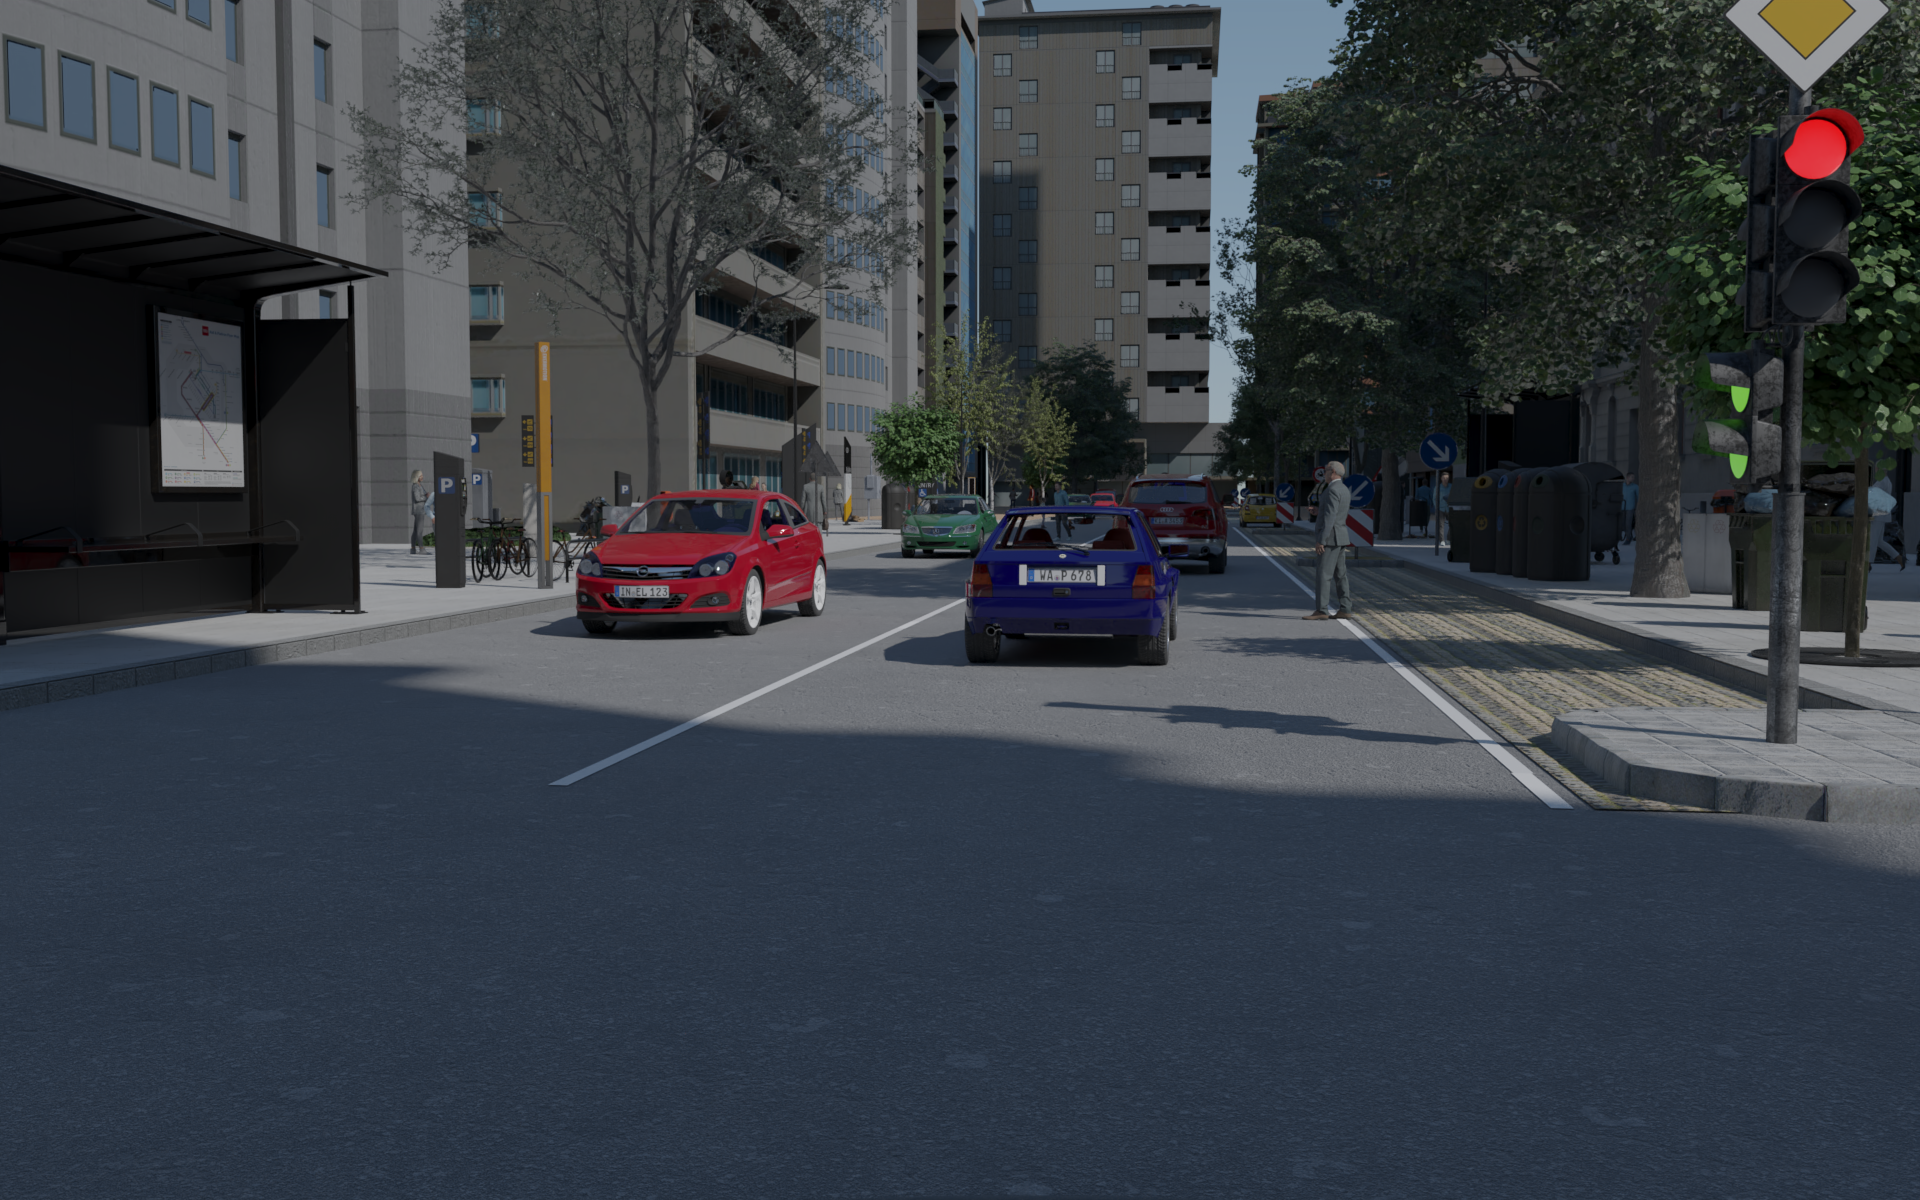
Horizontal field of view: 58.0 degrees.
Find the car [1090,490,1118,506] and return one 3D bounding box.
[{"bbox_3d":[8.349,-5.669,101.726,2.155,1.783,4.494,0,4,8],"label":"car"}]

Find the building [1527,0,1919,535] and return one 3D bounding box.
[{"bbox_3d":[31.479,-17.230,69.093,14.401,28.519,23.554,0,4,8],"label":"building"}]

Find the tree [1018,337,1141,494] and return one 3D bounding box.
[{"bbox_3d":[9.463,-14.323,140.834,9.857,13.997,8.962,0,3,0],"label":"tree"}]

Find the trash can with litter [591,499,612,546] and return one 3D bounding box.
[{"bbox_3d":[-8.219,-1.828,41.271,1.055,1.170,0.624,-2,4,-29],"label":"trash can with litter"}]

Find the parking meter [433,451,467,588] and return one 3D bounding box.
[{"bbox_3d":[-6.948,-1.097,23.641,0.399,1.863,0.255,0,4,0],"label":"parking meter"}]

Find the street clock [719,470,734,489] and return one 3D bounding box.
[{"bbox_3d":[-7.147,-2.964,53.025,0.358,2.002,0.471,2,4,25],"label":"street clock"}]

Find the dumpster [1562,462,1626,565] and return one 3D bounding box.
[{"bbox_3d":[11.546,-1.614,32.146,1.264,1.857,1.865,0,4,8],"label":"dumpster"}]

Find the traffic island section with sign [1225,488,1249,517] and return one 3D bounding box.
[{"bbox_3d":[17.942,-6.187,109.785,1.989,1.847,2.006,0,4,8],"label":"traffic island section with sign"}]

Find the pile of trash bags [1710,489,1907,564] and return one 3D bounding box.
[{"bbox_3d":[16.208,-1.432,33.161,3.447,1.369,1.912,2,4,30],"label":"pile of trash bags"}]

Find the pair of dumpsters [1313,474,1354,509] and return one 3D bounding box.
[{"bbox_3d":[16.027,-4.369,73.920,1.574,2.255,4.437,0,4,7],"label":"pair of dumpsters"}]

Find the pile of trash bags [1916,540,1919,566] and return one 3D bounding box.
[{"bbox_3d":[18.590,-1.238,29.991,3.447,1.369,1.912,1,4,18],"label":"pile of trash bags"}]

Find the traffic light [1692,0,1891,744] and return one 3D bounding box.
[{"bbox_3d":[4.229,-1.218,8.841,0.839,4.253,0.868,0,4,8],"label":"traffic light"}]

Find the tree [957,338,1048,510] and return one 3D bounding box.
[{"bbox_3d":[1.655,-7.994,81.065,4.360,8.622,3.978,0,3,0],"label":"tree"}]

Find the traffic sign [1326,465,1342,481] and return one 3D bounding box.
[{"bbox_3d":[13.041,-3.566,60.430,0.606,2.300,0.079,1,4,13],"label":"traffic sign"}]

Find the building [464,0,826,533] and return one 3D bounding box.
[{"bbox_3d":[-17.929,-27.087,66.574,21.300,48.544,21.600,0,4,8],"label":"building"}]

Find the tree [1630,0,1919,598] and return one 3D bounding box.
[{"bbox_3d":[8.699,-6.999,21.088,9.857,13.997,8.962,0,3,0],"label":"tree"}]

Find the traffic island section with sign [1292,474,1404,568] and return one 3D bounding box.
[{"bbox_3d":[7.734,-1.583,34.504,1.989,1.847,2.006,0,4,8],"label":"traffic island section with sign"}]

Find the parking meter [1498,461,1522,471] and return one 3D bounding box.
[{"bbox_3d":[9.654,-1.512,30.429,0.255,1.863,0.399,-1,4,-20],"label":"parking meter"}]

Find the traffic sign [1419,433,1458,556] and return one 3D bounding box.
[{"bbox_3d":[9.925,-2.193,35.970,0.768,2.556,0.104,1,4,15],"label":"traffic sign"}]

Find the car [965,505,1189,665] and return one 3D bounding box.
[{"bbox_3d":[1.111,-0.205,15.933,1.945,1.354,3.894,1,4,9],"label":"car"}]

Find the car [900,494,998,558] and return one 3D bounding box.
[{"bbox_3d":[-0.191,-1.747,40.364,2.131,1.459,4.920,1,4,8],"label":"car"}]

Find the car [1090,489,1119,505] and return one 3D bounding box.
[{"bbox_3d":[10.626,-7.185,126.143,2.281,1.827,5.304,0,4,8],"label":"car"}]

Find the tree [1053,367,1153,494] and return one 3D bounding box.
[{"bbox_3d":[12.268,-14.609,155.863,9.611,12.733,9.660,0,3,0],"label":"tree"}]

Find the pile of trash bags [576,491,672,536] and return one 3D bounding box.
[{"bbox_3d":[-10.027,-2.620,52.584,3.447,1.369,1.912,2,4,31],"label":"pile of trash bags"}]

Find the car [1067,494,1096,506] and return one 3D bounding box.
[{"bbox_3d":[6.529,-5.153,96.049,2.131,1.459,4.920,0,4,8],"label":"car"}]

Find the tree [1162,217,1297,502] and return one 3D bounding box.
[{"bbox_3d":[20.602,-16.136,119.710,12.611,20.169,13.585,0,3,0],"label":"tree"}]

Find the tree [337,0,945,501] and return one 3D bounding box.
[{"bbox_3d":[-5.382,-7.327,30.165,12.009,13.543,11.850,0,3,0],"label":"tree"}]

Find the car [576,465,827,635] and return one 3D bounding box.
[{"bbox_3d":[-2.742,-0.609,19.005,2.155,1.783,4.494,1,4,9],"label":"car"}]

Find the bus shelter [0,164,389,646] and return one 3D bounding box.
[{"bbox_3d":[-7.298,-1.481,15.499,1.731,3.624,6.357,0,4,8],"label":"bus shelter"}]

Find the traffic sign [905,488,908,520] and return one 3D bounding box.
[{"bbox_3d":[-1.878,-3.715,60.854,0.768,2.556,0.104,1,4,15],"label":"traffic sign"}]

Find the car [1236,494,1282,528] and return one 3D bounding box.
[{"bbox_3d":[12.969,-3.948,74.773,2.015,1.641,3.980,0,4,7],"label":"car"}]

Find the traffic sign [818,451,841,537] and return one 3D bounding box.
[{"bbox_3d":[-4.009,-3.195,52.248,0.884,2.594,0.081,1,4,11],"label":"traffic sign"}]

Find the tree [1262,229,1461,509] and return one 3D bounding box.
[{"bbox_3d":[15.495,-8.620,66.694,9.928,11.665,9.643,0,3,0],"label":"tree"}]

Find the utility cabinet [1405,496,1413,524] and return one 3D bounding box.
[{"bbox_3d":[19.164,-3.839,73.926,0.306,1.237,1.020,1,4,15],"label":"utility cabinet"}]

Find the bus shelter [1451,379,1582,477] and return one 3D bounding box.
[{"bbox_3d":[11.915,-2.822,37.423,1.731,3.624,6.357,0,4,8],"label":"bus shelter"}]

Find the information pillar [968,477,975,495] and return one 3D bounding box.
[{"bbox_3d":[0.506,-4.383,76.148,0.304,2.012,0.304,0,4,-5],"label":"information pillar"}]

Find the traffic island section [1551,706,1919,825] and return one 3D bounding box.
[{"bbox_3d":[4.267,0.815,8.950,2.009,0.180,2.903,0,4,8],"label":"traffic island section"}]

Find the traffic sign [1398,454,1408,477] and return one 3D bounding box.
[{"bbox_3d":[13.748,-3.341,54.736,0.768,2.556,0.104,1,4,15],"label":"traffic sign"}]

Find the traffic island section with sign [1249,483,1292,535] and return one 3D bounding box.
[{"bbox_3d":[11.392,-3.235,61.521,1.989,1.847,2.006,0,4,8],"label":"traffic island section with sign"}]

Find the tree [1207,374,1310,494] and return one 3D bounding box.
[{"bbox_3d":[27.484,-14.841,159.656,9.611,12.733,9.660,0,3,0],"label":"tree"}]

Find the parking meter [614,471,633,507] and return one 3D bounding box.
[{"bbox_3d":[-8.509,-2.330,43.813,0.399,1.863,0.255,-2,4,-35],"label":"parking meter"}]

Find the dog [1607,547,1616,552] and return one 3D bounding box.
[{"bbox_3d":[14.345,-1.310,38.247,0.540,0.507,0.406,2,4,31],"label":"dog"}]

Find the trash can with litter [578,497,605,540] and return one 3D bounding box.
[{"bbox_3d":[-9.913,-2.303,48.709,1.678,1.210,2.233,1,4,8],"label":"trash can with litter"}]

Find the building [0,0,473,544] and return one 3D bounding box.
[{"bbox_3d":[-25.891,-30.104,34.200,21.231,58.520,28.212,0,4,8],"label":"building"}]

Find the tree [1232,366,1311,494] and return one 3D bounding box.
[{"bbox_3d":[26.121,-13.875,144.979,7.486,12.596,7.792,0,3,0],"label":"tree"}]

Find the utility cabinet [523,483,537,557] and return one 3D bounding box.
[{"bbox_3d":[-8.690,-1.617,35.118,0.318,1.500,1.173,-1,4,-14],"label":"utility cabinet"}]

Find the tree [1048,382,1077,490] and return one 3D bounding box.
[{"bbox_3d":[5.173,-9.579,106.986,4.737,8.622,4.395,0,3,0],"label":"tree"}]

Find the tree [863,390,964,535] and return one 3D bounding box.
[{"bbox_3d":[-1.478,-4.351,54.859,4.285,4.588,4.351,0,3,0],"label":"tree"}]

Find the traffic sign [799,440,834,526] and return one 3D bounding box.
[{"bbox_3d":[-3.478,-2.565,41.939,0.884,2.594,0.081,1,4,9],"label":"traffic sign"}]

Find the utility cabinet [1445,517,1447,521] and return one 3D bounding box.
[{"bbox_3d":[23.135,-4.456,81.538,0.318,1.500,1.173,0,4,3],"label":"utility cabinet"}]

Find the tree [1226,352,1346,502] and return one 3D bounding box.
[{"bbox_3d":[19.610,-10.286,102.587,7.601,10.594,8.767,-3,5,-43],"label":"tree"}]

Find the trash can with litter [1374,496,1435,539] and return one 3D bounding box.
[{"bbox_3d":[12.931,-2.409,50.438,2.233,1.210,1.678,0,4,-8],"label":"trash can with litter"}]

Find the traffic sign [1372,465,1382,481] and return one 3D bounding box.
[{"bbox_3d":[17.651,-4.425,72.360,0.884,2.594,0.081,1,4,17],"label":"traffic sign"}]

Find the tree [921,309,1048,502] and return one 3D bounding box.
[{"bbox_3d":[0.230,-7.315,69.965,4.737,8.622,4.395,0,3,0],"label":"tree"}]

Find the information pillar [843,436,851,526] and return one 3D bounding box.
[{"bbox_3d":[-4.580,-4.841,70.507,0.183,3.616,0.504,2,4,25],"label":"information pillar"}]

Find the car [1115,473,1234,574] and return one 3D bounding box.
[{"bbox_3d":[4.033,-1.476,32.798,2.281,1.827,5.304,1,4,9],"label":"car"}]

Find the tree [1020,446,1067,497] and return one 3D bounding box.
[{"bbox_3d":[5.350,-7.861,112.245,4.285,4.588,4.351,0,3,0],"label":"tree"}]

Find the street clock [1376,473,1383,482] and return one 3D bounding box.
[{"bbox_3d":[14.608,-3.390,59.993,0.358,2.002,0.471,3,4,36],"label":"street clock"}]

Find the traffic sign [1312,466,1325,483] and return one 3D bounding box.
[{"bbox_3d":[16.551,-4.854,79.464,0.768,2.556,0.104,1,4,14],"label":"traffic sign"}]

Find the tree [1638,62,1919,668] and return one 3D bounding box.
[{"bbox_3d":[6.871,-1.810,13.310,4.285,4.588,4.351,0,3,0],"label":"tree"}]
